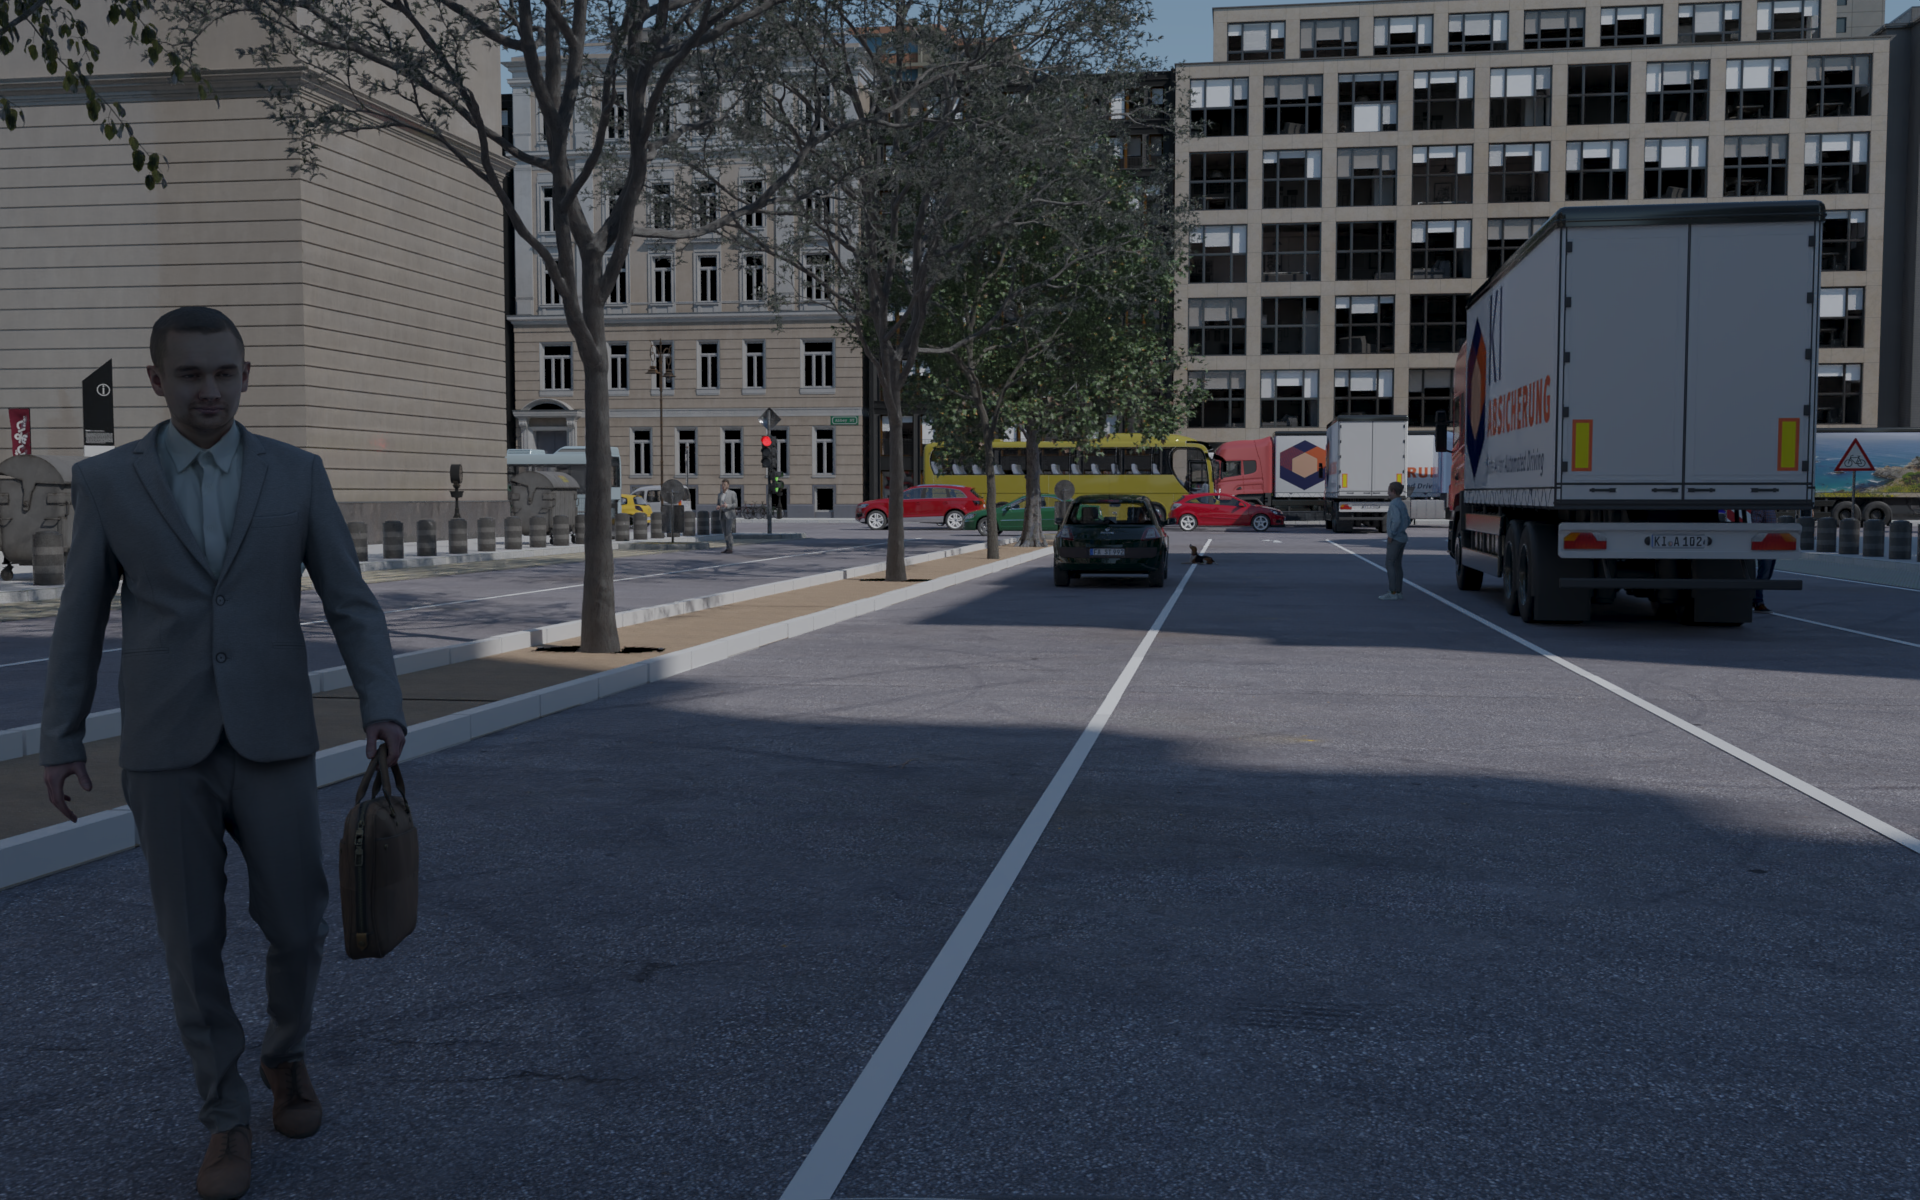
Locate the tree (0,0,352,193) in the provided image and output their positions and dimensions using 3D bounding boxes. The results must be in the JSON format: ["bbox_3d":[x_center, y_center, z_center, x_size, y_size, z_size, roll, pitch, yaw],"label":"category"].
[{"bbox_3d":[-4.412,-3.317,7.047,4.360,8.622,3.978,0,3,0],"label":"tree"}]

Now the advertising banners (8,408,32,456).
[{"bbox_3d":[-18.312,-2.374,35.000,2.074,3.025,0.090,1,4,14],"label":"advertising banners"}]

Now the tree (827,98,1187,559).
[{"bbox_3d":[0.806,-6.188,38.041,8.767,10.594,7.601,1,4,9],"label":"tree"}]

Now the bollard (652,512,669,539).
[{"bbox_3d":[-8.748,-2.162,50.063,0.404,0.777,0.398,0,3,0],"label":"bollard"}]

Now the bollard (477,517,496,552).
[{"bbox_3d":[-10.578,-1.466,38.688,0.404,0.777,0.398,0,3,0],"label":"bollard"}]

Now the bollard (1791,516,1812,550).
[{"bbox_3d":[19.409,-1.532,39.772,0.404,0.777,0.398,0,3,0],"label":"bollard"}]

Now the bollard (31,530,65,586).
[{"bbox_3d":[-12.868,-0.594,24.437,0.404,0.777,0.398,0,3,0],"label":"bollard"}]

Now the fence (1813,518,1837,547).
[{"bbox_3d":[21.081,-1.708,43.304,0.278,0.683,2.069,-1,4,-12],"label":"fence"}]

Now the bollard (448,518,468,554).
[{"bbox_3d":[-10.803,-1.379,37.266,0.404,0.777,0.398,0,3,0],"label":"bollard"}]

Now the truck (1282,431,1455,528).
[{"bbox_3d":[14.722,-5.212,74.979,18.799,4.110,2.967,1,4,9],"label":"truck"}]

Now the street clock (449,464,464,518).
[{"bbox_3d":[-12.199,-2.289,41.998,0.358,2.002,0.471,0,4,-6],"label":"street clock"}]

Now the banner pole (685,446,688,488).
[{"bbox_3d":[-14.211,-6.121,90.103,0.401,3.779,0.863,0,4,1],"label":"banner pole"}]

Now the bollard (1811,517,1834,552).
[{"bbox_3d":[19.181,-1.444,38.331,0.404,0.777,0.398,0,3,0],"label":"bollard"}]

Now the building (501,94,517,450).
[{"bbox_3d":[-31.588,-16.591,100.934,15.834,23.373,12.332,1,4,9],"label":"building"}]

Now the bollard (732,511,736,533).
[{"bbox_3d":[-7.599,-2.599,57.211,0.404,0.777,0.398,0,3,0],"label":"bollard"}]

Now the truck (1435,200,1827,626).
[{"bbox_3d":[7.988,-2.038,22.241,2.839,4.237,11.283,1,4,10],"label":"truck"}]

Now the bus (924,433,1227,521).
[{"bbox_3d":[4.724,-4.864,71.068,12.252,3.916,2.896,1,4,8],"label":"bus"}]

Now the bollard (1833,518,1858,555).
[{"bbox_3d":[18.954,-1.358,36.912,0.404,0.777,0.398,0,3,0],"label":"bollard"}]

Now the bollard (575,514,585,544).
[{"bbox_3d":[-9.662,-1.814,44.370,0.404,0.777,0.398,0,3,0],"label":"bollard"}]

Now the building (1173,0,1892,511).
[{"bbox_3d":[29.329,-17.817,95.831,34.151,26.468,19.350,1,4,9],"label":"building"}]

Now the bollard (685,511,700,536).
[{"bbox_3d":[-8.286,-2.337,52.925,0.404,0.777,0.398,0,3,0],"label":"bollard"}]

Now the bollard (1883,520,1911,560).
[{"bbox_3d":[18.490,-1.182,34.050,0.404,0.777,0.398,0,3,0],"label":"bollard"}]

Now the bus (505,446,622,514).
[{"bbox_3d":[-20.134,-4.485,68.196,13.247,3.499,2.948,0,4,8],"label":"bus"}]

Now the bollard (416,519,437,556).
[{"bbox_3d":[-11.038,-1.292,35.839,0.404,0.777,0.398,0,3,0],"label":"bollard"}]

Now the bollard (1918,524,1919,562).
[{"bbox_3d":[18.262,-1.096,32.631,0.404,0.777,0.398,0,3,0],"label":"bollard"}]

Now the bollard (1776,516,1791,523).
[{"bbox_3d":[19.639,-1.619,41.191,0.404,0.777,0.398,0,3,0],"label":"bollard"}]

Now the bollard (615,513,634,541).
[{"bbox_3d":[-9.206,-1.987,47.208,0.404,0.777,0.398,0,3,0],"label":"bollard"}]

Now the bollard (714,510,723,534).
[{"bbox_3d":[-7.830,-2.512,55.784,0.404,0.777,0.398,0,3,0],"label":"bollard"}]

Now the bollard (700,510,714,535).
[{"bbox_3d":[-8.058,-2.425,54.364,0.404,0.777,0.398,0,3,0],"label":"bollard"}]

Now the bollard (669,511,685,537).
[{"bbox_3d":[-8.523,-2.249,51.487,0.404,0.777,0.398,0,3,0],"label":"bollard"}]

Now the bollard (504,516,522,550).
[{"bbox_3d":[-10.348,-1.553,40.108,0.404,0.777,0.398,0,3,0],"label":"bollard"}]

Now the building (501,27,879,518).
[{"bbox_3d":[-13.749,-19.119,98.492,20.117,28.700,13.634,1,4,9],"label":"building"}]

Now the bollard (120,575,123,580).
[{"bbox_3d":[-12.640,-0.682,25.866,0.404,0.777,0.398,0,3,0],"label":"bollard"}]

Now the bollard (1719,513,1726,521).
[{"bbox_3d":[20.551,-1.966,46.869,0.404,0.777,0.398,0,3,0],"label":"bollard"}]

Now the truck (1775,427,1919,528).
[{"bbox_3d":[35.572,-5.236,74.514,11.283,4.237,2.839,1,4,9],"label":"truck"}]

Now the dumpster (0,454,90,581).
[{"bbox_3d":[-13.452,-1.244,26.090,1.264,1.857,1.865,1,4,9],"label":"dumpster"}]

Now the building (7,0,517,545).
[{"bbox_3d":[-26.383,-15.315,47.658,25.104,27.353,12.463,1,4,9],"label":"building"}]

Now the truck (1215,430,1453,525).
[{"bbox_3d":[16.391,-5.442,77.883,11.283,4.237,2.839,0,4,8],"label":"truck"}]

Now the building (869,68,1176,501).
[{"bbox_3d":[3.993,-16.275,95.771,15.834,23.373,12.332,1,4,9],"label":"building"}]

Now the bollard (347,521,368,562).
[{"bbox_3d":[-11.493,-1.118,32.996,0.404,0.777,0.398,0,3,0],"label":"bollard"}]

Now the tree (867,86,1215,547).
[{"bbox_3d":[1.975,-7.775,46.590,9.611,12.733,9.660,0,3,0],"label":"tree"}]

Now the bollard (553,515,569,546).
[{"bbox_3d":[-9.893,-1.726,42.945,0.404,0.777,0.398,0,3,0],"label":"bollard"}]

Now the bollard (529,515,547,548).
[{"bbox_3d":[-10.122,-1.640,41.526,0.404,0.777,0.398,0,3,0],"label":"bollard"}]

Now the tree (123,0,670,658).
[{"bbox_3d":[-3.244,-6.254,15.085,12.009,13.543,11.850,0,3,0],"label":"tree"}]

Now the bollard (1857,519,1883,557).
[{"bbox_3d":[18.723,-1.270,35.487,0.404,0.777,0.398,0,3,0],"label":"bollard"}]

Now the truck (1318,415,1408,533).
[{"bbox_3d":[15.505,-4.773,66.957,2.839,4.237,11.283,1,4,9],"label":"truck"}]

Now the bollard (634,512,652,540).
[{"bbox_3d":[-8.980,-2.075,48.642,0.404,0.777,0.398,0,3,0],"label":"bollard"}]

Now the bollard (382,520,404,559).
[{"bbox_3d":[-11.262,-1.205,34.414,0.404,0.777,0.398,0,3,0],"label":"bollard"}]

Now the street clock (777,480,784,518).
[{"bbox_3d":[-9.469,-5.280,90.899,0.471,2.002,0.358,2,4,29],"label":"street clock"}]

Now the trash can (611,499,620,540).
[{"bbox_3d":[-9.921,-2.265,48.684,0.748,1.137,0.748,0,3,0],"label":"trash can"}]
